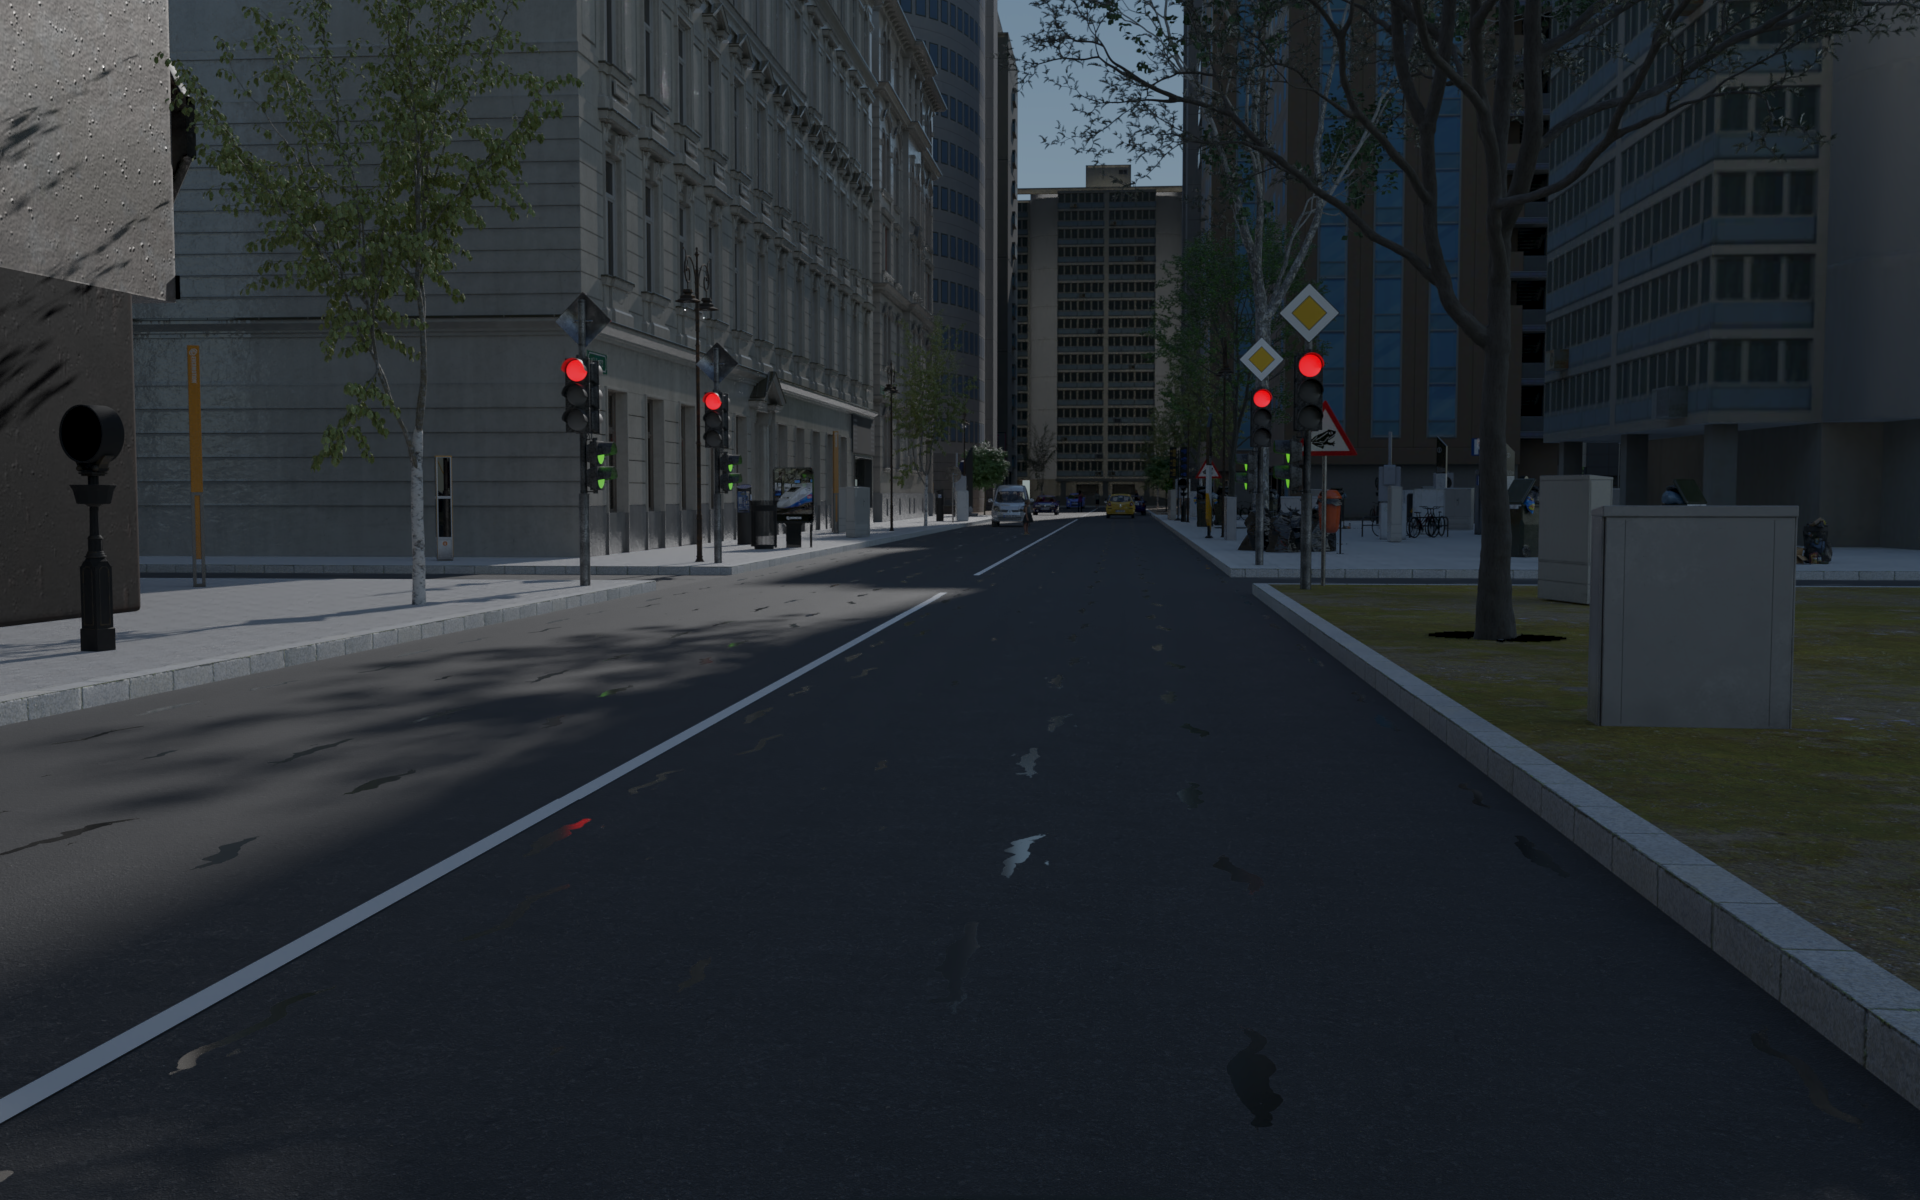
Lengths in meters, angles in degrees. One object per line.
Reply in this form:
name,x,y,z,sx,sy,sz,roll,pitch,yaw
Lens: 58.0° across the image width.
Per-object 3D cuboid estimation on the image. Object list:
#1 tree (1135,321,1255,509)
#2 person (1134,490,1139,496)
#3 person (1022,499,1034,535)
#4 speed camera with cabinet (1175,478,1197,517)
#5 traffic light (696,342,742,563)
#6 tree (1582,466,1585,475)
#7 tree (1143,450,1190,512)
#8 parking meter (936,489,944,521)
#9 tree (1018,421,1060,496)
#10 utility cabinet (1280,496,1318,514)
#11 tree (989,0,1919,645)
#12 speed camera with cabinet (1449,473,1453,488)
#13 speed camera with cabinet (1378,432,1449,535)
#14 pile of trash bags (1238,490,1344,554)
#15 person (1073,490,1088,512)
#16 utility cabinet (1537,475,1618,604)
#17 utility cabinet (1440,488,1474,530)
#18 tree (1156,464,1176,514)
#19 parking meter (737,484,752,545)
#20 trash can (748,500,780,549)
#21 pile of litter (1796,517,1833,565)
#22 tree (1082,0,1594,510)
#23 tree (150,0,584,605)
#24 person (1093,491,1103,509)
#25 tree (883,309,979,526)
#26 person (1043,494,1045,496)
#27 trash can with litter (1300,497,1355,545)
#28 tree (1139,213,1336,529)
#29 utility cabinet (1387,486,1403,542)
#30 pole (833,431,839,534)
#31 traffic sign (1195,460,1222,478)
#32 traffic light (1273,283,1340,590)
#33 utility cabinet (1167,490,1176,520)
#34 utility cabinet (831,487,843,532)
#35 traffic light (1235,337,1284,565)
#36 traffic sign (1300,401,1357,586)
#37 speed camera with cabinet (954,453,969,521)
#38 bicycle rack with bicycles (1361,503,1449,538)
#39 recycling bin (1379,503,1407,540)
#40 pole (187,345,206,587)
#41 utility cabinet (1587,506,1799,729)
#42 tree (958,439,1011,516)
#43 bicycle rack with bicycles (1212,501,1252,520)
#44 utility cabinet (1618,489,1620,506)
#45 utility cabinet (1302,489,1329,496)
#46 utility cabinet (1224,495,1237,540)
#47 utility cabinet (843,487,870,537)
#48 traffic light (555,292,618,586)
tree,10.533,-7.555,73.884,4.737,8.622,4.395,0,3,0
person,14.928,-8.476,147.089,0.705,1.822,1.348,-2,4,-24
person,2.399,-2.918,60.872,0.373,1.253,0.362,2,4,30
speed camera with cabinet,13.252,-6.393,98.857,0.660,3.252,2.038,-3,5,-42
traffic light,-4.481,-2.640,32.084,0.839,4.253,0.868,0,4,5
tree,36.241,-6.602,102.549,1.663,3.219,1.824,0,3,0
tree,14.973,-8.694,125.867,4.285,4.588,4.351,0,3,0
parking meter,-0.949,-4.503,82.031,0.372,1.533,0.369,0,3,0
tree,8.043,-13.727,174.804,4.360,8.622,3.978,0,3,0
utility cabinet,9.237,-2.201,47.140,1.020,1.237,0.306,1,4,12
tree,4.586,-6.395,14.929,12.009,13.543,11.850,0,3,0
speed camera with cabinet,19.050,-4.671,70.714,2.038,3.252,0.660,0,4,-2
speed camera with cabinet,14.328,-3.704,54.896,2.038,3.252,0.660,1,4,16
pile of trash bags,7.572,-1.750,38.371,1.912,1.369,3.447,-1,4,-14
person,9.434,-7.743,135.774,1.217,1.739,0.721,1,4,17
utility cabinet,7.252,-0.718,20.420,0.318,1.500,1.173,-1,4,-9
utility cabinet,17.620,-3.230,61.487,1.173,1.500,0.318,3,4,39
tree,13.337,-7.024,109.444,1.663,3.219,1.824,0,3,0
parking meter,-5.461,-2.169,43.880,0.372,1.533,0.369,0,3,0
trash can,-4.568,-1.755,40.348,0.748,1.137,0.748,0,3,0
pile of litter,15.601,-1.112,32.145,1.719,0.858,1.176,-3,5,-43
tree,8.419,-11.291,40.491,12.611,20.169,13.585,0,3,0
tree,-6.524,-4.251,19.866,4.737,8.622,4.395,0,3,0
person,13.074,-9.472,164.151,1.217,1.735,0.721,-2,4,-35
tree,-1.347,-7.296,69.652,4.737,8.622,4.395,0,3,0
person,6.483,-7.583,135.711,0.599,1.433,0.991,2,4,29
trash can with litter,8.916,-2.061,44.757,1.678,1.210,2.233,-1,4,-9
tree,10.200,-8.464,64.134,9.928,11.665,9.643,0,3,0
utility cabinet,11.673,-2.311,46.469,0.318,1.500,1.173,1,4,9
pole,-4.019,-3.805,56.054,0.158,3.312,0.155,0,3,0
traffic sign,8.380,-3.573,58.421,0.884,2.594,0.081,1,4,13
traffic light,4.638,-2.098,23.222,0.839,4.253,0.868,0,4,5
utility cabinet,10.452,-4.699,85.501,0.318,1.500,1.173,0,4,0
utility cabinet,-3.735,-3.001,57.744,1.173,1.500,0.318,-3,5,-40
traffic light,5.388,-2.584,31.172,0.839,4.253,0.868,0,4,5
traffic sign,5.080,-1.478,24.169,0.884,2.594,0.081,0,4,8
speed camera with cabinet,0.069,-5.390,82.466,0.660,3.252,2.038,0,4,-4
bicycle rack with bicycles,13.513,-2.348,51.772,2.925,0.926,2.852,-2,4,-35
recycling bin,12.220,-2.225,48.932,0.722,1.027,0.722,1,4,10
pole,-10.522,-1.836,23.858,0.158,3.312,0.155,0,3,0
utility cabinet,4.052,0.094,9.618,1.020,1.237,0.306,0,4,8
tree,1.414,-7.357,104.002,4.285,4.588,4.351,0,3,0
bicycle rack with bicycles,13.832,-4.426,85.743,2.852,0.926,2.925,-1,4,-11
utility cabinet,25.964,-3.690,69.008,0.318,1.500,1.173,-2,4,-33
utility cabinet,16.392,-4.361,79.976,1.173,1.500,0.318,2,4,30
utility cabinet,7.558,-2.277,48.384,0.306,1.237,1.020,0,4,5
utility cabinet,-3.008,-2.605,51.275,0.318,1.500,1.173,1,4,19
traffic light,-5.231,-2.154,24.134,0.839,4.253,0.868,0,4,5
